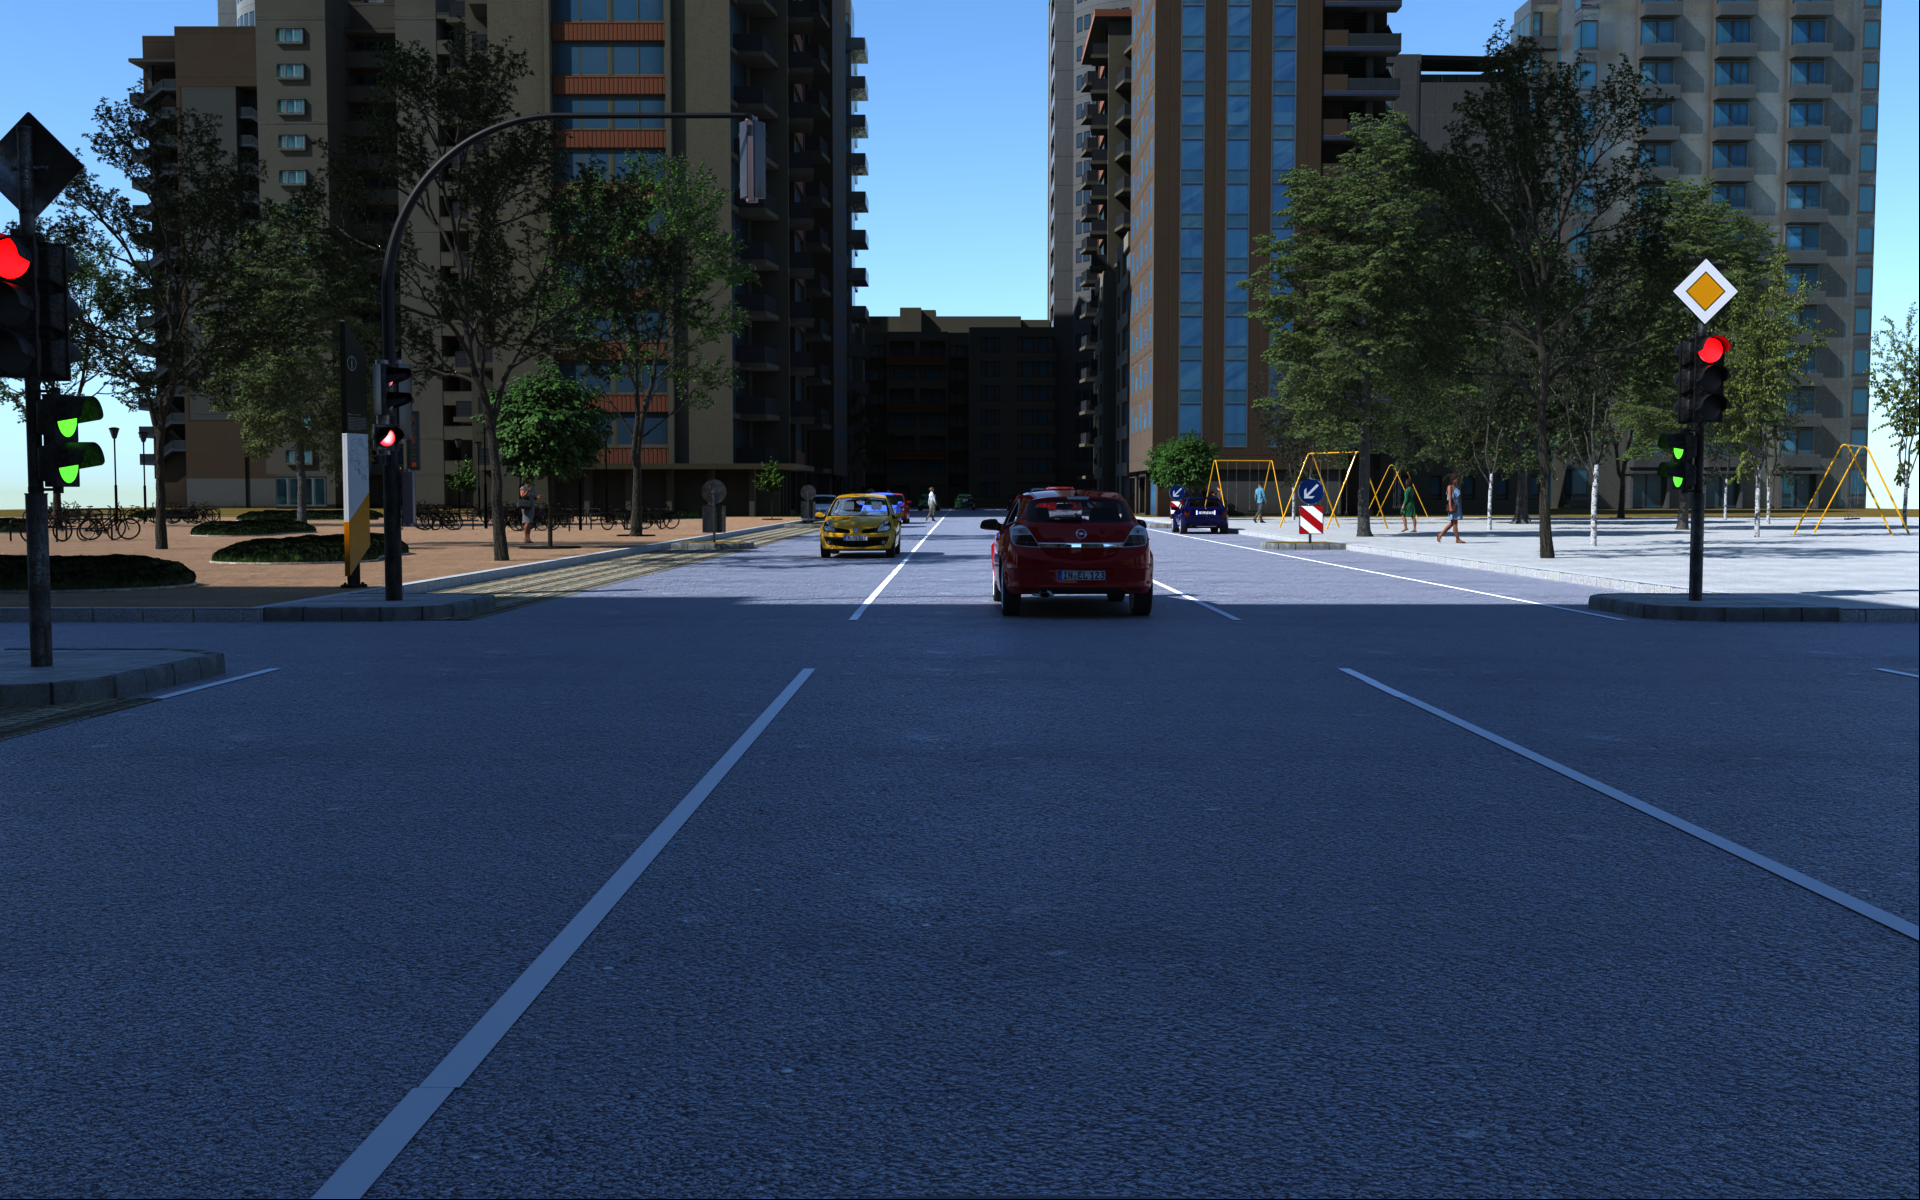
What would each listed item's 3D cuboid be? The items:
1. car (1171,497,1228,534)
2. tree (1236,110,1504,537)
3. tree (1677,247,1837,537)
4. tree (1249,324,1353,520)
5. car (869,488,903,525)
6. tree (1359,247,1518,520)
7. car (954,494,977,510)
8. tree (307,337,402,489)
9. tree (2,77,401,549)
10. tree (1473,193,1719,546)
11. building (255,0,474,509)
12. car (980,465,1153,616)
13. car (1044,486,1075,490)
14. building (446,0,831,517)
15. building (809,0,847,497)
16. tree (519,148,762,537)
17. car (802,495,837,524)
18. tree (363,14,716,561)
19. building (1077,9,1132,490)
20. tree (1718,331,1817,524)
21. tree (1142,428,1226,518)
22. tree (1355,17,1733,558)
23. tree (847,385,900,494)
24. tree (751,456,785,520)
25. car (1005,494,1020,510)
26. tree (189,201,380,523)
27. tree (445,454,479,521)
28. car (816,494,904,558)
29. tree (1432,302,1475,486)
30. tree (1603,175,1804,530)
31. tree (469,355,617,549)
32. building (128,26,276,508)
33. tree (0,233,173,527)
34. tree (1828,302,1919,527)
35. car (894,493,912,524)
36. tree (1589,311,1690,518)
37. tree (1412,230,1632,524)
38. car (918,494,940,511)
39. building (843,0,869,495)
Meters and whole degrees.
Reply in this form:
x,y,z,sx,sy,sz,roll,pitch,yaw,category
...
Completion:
x,y,z,sx,sy,sz,roll,pitch,yaw,category
8.775,-3.118,63.563,1.945,1.354,3.894,0,4,1,car
12.122,-8.156,51.478,7.486,12.596,7.792,0,3,0,tree
23.496,-6.179,51.389,4.737,8.622,4.395,0,3,0,tree
14.625,-7.527,73.432,4.360,8.622,3.978,0,3,0,tree
-3.410,-4.002,75.020,1.945,1.707,3.694,0,4,0,car
24.757,-10.953,85.736,9.857,13.997,8.962,0,3,0,tree
0.470,-8.849,156.478,2.131,1.459,4.920,0,4,1,car
-27.132,-7.845,78.625,4.360,8.622,3.978,0,3,0,tree
-18.685,-6.444,39.768,8.767,10.594,7.601,0,4,4,tree
15.600,-5.652,42.768,4.360,8.622,3.978,0,3,0,tree
-49.939,-32.799,159.967,21.600,48.544,21.300,0,4,0,building
1.346,-0.787,21.906,2.155,1.783,4.494,0,4,-1,car
4.843,-4.670,85.021,2.281,1.827,5.304,0,4,0,car
-19.924,-27.885,110.552,22.147,44.769,28.867,0,4,0,building
-16.047,-29.475,132.019,14.600,45.320,14.200,0,4,0,building
-9.730,-7.740,52.306,9.928,11.665,9.643,0,3,0,tree
-6.598,-4.384,83.678,2.014,1.417,4.499,0,4,0,car
-8.963,-6.057,33.439,8.767,10.594,7.601,-1,4,-23,tree
22.316,-30.729,157.042,22.147,44.769,28.867,0,4,0,building
34.386,-7.541,73.660,4.360,8.622,3.978,0,3,0,tree
11.968,-6.681,92.946,4.285,4.588,4.351,0,3,0,tree
11.443,-6.121,34.494,7.601,10.594,8.767,1,4,13,tree
-9.106,-12.852,144.542,8.767,10.594,7.601,0,4,3,tree
-9.383,-5.623,86.531,1.663,3.219,1.824,0,3,0,tree
5.063,-8.842,154.349,2.009,1.686,4.222,0,4,-1,car
-26.405,-9.165,67.972,7.486,12.596,7.792,0,3,0,tree
-23.676,-5.426,83.317,1.663,3.219,1.824,0,3,0,tree
-2.291,-1.839,40.296,2.015,1.641,3.980,0,4,1,car
18.927,-6.815,61.789,4.360,8.622,3.978,0,3,0,tree
26.445,-8.819,62.322,7.486,12.596,7.792,0,3,0,tree
-9.819,-3.504,40.998,4.285,4.588,4.351,0,3,0,tree
-68.003,-31.456,164.411,14.200,45.320,14.600,0,4,0,building
-35.013,-8.652,67.213,9.928,11.665,9.643,0,3,0,tree
37.055,-7.149,67.252,4.737,8.622,4.395,0,3,0,tree
-3.412,-4.640,84.903,2.155,1.783,4.494,0,4,1,car
35.025,-10.142,91.572,9.928,11.665,9.643,0,3,0,tree
24.213,-9.633,74.505,9.611,12.733,9.660,0,3,0,tree
-2.678,-8.669,150.530,1.959,1.807,4.718,0,4,2,car
-23.911,-33.037,159.756,30.456,49.044,23.786,0,4,0,building
